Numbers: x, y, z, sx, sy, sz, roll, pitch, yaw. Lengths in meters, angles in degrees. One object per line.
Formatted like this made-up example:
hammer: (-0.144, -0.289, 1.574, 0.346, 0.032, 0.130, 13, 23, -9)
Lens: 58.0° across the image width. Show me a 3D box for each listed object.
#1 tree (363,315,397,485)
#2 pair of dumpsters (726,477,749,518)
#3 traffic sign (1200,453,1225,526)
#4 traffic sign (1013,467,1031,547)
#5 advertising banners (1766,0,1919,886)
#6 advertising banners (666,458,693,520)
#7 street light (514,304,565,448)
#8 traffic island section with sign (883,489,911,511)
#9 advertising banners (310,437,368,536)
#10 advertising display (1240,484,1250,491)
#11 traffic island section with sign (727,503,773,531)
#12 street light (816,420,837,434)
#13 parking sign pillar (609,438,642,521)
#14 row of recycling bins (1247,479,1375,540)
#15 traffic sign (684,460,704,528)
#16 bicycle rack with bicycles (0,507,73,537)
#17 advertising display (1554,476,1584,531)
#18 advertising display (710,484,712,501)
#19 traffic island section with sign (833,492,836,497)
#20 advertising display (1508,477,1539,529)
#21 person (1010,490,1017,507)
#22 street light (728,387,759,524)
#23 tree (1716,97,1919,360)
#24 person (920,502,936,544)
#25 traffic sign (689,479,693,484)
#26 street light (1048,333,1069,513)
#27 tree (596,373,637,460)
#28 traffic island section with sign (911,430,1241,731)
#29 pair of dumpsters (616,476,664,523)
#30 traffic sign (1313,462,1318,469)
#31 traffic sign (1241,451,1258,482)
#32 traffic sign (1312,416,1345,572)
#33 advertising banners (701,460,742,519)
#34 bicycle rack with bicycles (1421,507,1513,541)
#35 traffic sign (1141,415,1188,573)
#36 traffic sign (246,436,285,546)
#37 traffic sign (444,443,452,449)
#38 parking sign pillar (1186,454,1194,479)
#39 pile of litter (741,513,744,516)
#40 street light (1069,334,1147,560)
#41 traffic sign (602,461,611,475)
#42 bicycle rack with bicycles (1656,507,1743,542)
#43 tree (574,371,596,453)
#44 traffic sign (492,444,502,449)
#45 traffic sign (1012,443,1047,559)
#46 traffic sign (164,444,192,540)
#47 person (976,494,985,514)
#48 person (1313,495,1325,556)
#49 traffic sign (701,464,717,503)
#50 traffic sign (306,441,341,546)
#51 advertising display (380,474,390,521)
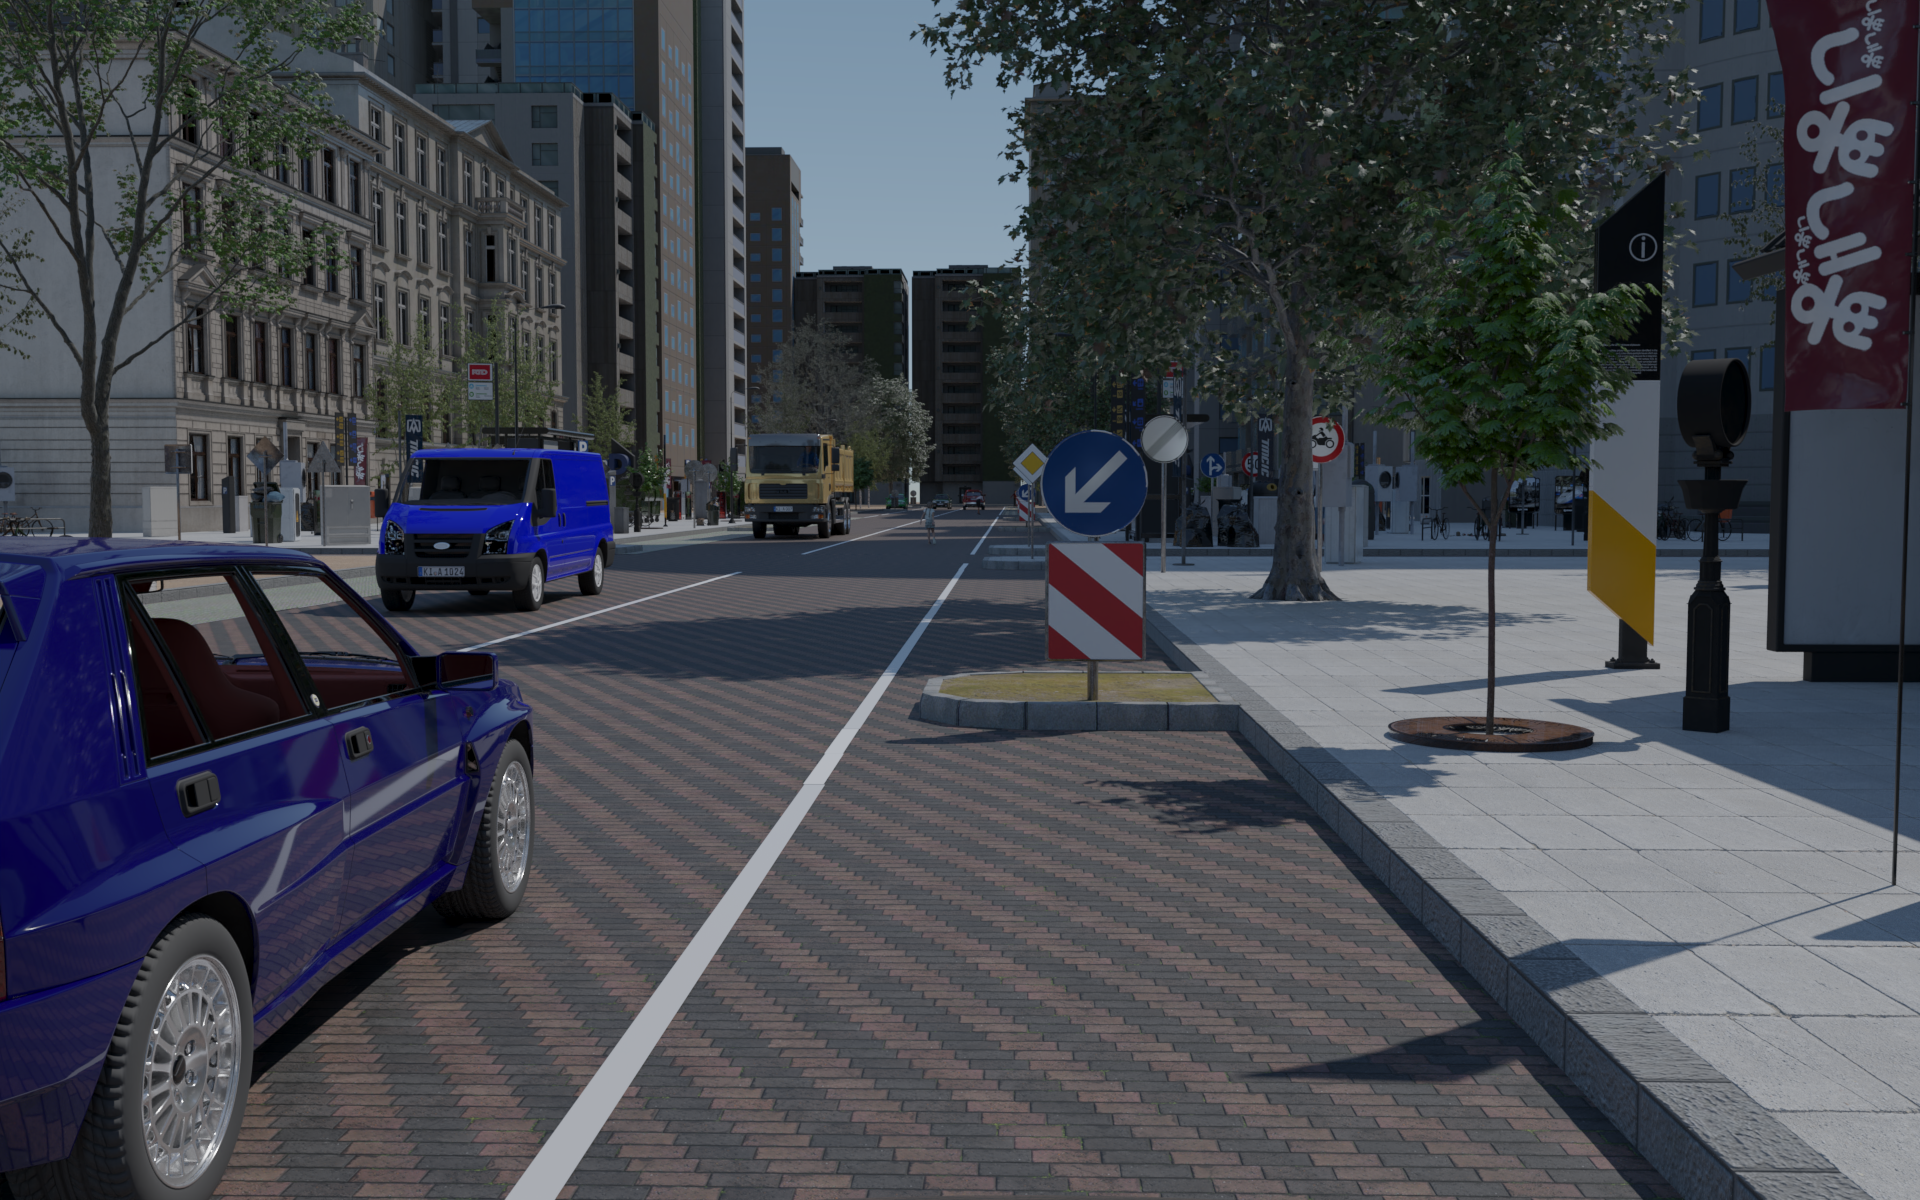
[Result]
tree: (-21.905, -7.248, 68.872, 4.737, 8.622, 4.395, 0, 3, 0)
pair of dumpsters: (-11.822, -5.609, 94.200, 1.574, 2.255, 4.437, 0, 4, 2)
traffic sign: (7.882, -3.302, 54.101, 0.768, 2.556, 0.104, 0, 4, 6)
traffic sign: (1.676, -2.355, 42.150, 0.795, 2.450, 0.064, 0, 4, 2)
advertising banners: (3.576, -0.572, 5.548, 2.074, 3.025, 0.090, 0, 4, 5)
advertising banners: (-13.876, -5.452, 85.332, 0.090, 3.025, 2.074, 2, 4, 33)
street light: (-10.348, -4.280, 42.517, 1.470, 5.913, 1.316, 0, 4, 2)
traffic island section with sign: (-5.430, -8.398, 145.927, 1.989, 1.847, 2.006, 0, 4, 2)
advertising banners: (-19.089, -3.493, 53.306, 2.074, 3.025, 0.090, 1, 4, 16)
advertising display: (18.274, -6.436, 110.443, 0.974, 1.923, 0.123, 3, 5, 44)
traffic island section with sign: (-7.893, -3.579, 67.145, 1.989, 1.847, 2.006, 0, 4, 2)
street light: (-8.382, -8.285, 108.007, 1.470, 5.913, 1.316, 0, 4, 2)
parking sign pillar: (-16.231, -5.791, 83.158, 1.447, 3.967, 1.447, 2, 4, 24)
row of recycling bins: (9.857, -2.547, 48.748, 3.534, 1.692, 1.069, 0, 4, 0)
traffic sign: (-9.959, -3.961, 64.873, 0.768, 2.556, 0.104, 0, 4, 4)
bicycle rack with bicycles: (-26.212, -2.090, 47.556, 2.852, 0.926, 2.925, 2, 4, 27)
advertising display: (21.252, -3.377, 60.434, 0.974, 1.923, 0.123, 1, 4, 14)
advertising display: (-15.552, -6.270, 107.734, 0.123, 1.923, 0.974, 0, 4, 1)
traffic island section with sign: (-7.047, -5.227, 94.087, 1.989, 1.847, 2.006, 0, 4, 2)
advertising display: (20.786, -3.599, 64.062, 0.974, 1.923, 0.123, 0, 4, 5)
person: (6.099, -11.153, 190.812, 1.348, 1.831, 0.705, -2, 4, -27)
street light: (-9.394, -6.283, 75.263, 1.470, 5.913, 1.316, 0, 4, 2)
tree: (15.144, -4.868, 29.955, 4.360, 8.622, 3.978, 0, 3, 0)
person: (-0.914, -2.201, 49.499, 0.505, 1.210, 0.382, 1, 4, 12)
traffic sign: (-14.230, -5.683, 93.029, 0.768, 2.556, 0.104, 0, 4, 8)
street light: (3.362, -4.736, 49.978, 1.470, 5.913, 1.316, 0, 4, 2)
tree: (-21.094, -9.365, 103.485, 4.737, 8.622, 4.395, 0, 3, 0)
traffic island section with sign: (0.747, -0.174, 11.465, 1.989, 1.847, 2.006, 0, 4, 2)
pair of dumpsters: (-14.275, -4.548, 76.857, 1.574, 2.255, 4.437, 0, 4, 2)
traffic sign: (6.030, -1.732, 30.452, 0.606, 2.300, 0.079, 1, 4, 10)
traffic sign: (8.781, -3.158, 51.736, 0.768, 2.556, 0.104, 0, 4, 7)
traffic sign: (5.907, -1.730, 28.397, 0.768, 2.556, 0.104, 1, 4, 9)
advertising banners: (-12.276, -5.690, 89.221, 2.074, 3.025, 0.090, -1, 4, -14)
bicycle rack with bicycles: (14.074, -2.130, 48.212, 2.852, 0.926, 2.925, 2, 4, 24)
traffic sign: (3.318, -1.717, 28.180, 0.768, 2.556, 0.104, 0, 4, 3)
traffic sign: (-13.778, -2.030, 34.373, 0.795, 2.450, 0.064, 0, 4, 6)
traffic sign: (-12.950, -2.680, 43.826, 0.884, 2.594, 0.081, 1, 4, 8)
parking sign pillar: (15.395, -7.843, 116.708, 1.447, 3.967, 1.447, 0, 4, -6)
pile of litter: (-12.209, -5.232, 99.504, 1.176, 0.858, 1.719, 0, 4, 0)
street light: (2.942, -3.744, 33.752, 1.470, 5.913, 1.316, 0, 4, 2)
traffic sign: (-8.963, -2.377, 42.501, 0.795, 2.450, 0.064, 0, 4, 2)
bicycle rack with bicycles: (19.915, -2.088, 47.517, 2.925, 0.926, 2.852, -2, 4, -31)
tree: (-19.433, -7.696, 76.198, 4.737, 8.622, 4.395, 0, 3, 0)
traffic sign: (-9.212, -1.889, 34.520, 0.795, 2.450, 0.064, 0, 4, 2)
traffic sign: (1.427, -1.867, 34.169, 0.795, 2.450, 0.064, 0, 4, 2)
traffic sign: (-16.069, -2.048, 35.614, 0.606, 2.300, 0.079, 1, 4, 9)
person: (1.426, -6.732, 121.751, 0.628, 1.438, 0.799, 0, 4, 1)
person: (7.575, -1.683, 36.044, 0.654, 1.822, 0.581, 0, 4, 0)
traffic sign: (-10.496, -4.412, 72.245, 0.768, 2.556, 0.104, 0, 4, 5)
traffic sign: (-15.559, -2.589, 42.331, 0.884, 2.594, 0.081, 0, 4, 7)
advertising display: (-18.347, -3.063, 55.291, 0.123, 1.923, 0.974, -2, 4, -27)
